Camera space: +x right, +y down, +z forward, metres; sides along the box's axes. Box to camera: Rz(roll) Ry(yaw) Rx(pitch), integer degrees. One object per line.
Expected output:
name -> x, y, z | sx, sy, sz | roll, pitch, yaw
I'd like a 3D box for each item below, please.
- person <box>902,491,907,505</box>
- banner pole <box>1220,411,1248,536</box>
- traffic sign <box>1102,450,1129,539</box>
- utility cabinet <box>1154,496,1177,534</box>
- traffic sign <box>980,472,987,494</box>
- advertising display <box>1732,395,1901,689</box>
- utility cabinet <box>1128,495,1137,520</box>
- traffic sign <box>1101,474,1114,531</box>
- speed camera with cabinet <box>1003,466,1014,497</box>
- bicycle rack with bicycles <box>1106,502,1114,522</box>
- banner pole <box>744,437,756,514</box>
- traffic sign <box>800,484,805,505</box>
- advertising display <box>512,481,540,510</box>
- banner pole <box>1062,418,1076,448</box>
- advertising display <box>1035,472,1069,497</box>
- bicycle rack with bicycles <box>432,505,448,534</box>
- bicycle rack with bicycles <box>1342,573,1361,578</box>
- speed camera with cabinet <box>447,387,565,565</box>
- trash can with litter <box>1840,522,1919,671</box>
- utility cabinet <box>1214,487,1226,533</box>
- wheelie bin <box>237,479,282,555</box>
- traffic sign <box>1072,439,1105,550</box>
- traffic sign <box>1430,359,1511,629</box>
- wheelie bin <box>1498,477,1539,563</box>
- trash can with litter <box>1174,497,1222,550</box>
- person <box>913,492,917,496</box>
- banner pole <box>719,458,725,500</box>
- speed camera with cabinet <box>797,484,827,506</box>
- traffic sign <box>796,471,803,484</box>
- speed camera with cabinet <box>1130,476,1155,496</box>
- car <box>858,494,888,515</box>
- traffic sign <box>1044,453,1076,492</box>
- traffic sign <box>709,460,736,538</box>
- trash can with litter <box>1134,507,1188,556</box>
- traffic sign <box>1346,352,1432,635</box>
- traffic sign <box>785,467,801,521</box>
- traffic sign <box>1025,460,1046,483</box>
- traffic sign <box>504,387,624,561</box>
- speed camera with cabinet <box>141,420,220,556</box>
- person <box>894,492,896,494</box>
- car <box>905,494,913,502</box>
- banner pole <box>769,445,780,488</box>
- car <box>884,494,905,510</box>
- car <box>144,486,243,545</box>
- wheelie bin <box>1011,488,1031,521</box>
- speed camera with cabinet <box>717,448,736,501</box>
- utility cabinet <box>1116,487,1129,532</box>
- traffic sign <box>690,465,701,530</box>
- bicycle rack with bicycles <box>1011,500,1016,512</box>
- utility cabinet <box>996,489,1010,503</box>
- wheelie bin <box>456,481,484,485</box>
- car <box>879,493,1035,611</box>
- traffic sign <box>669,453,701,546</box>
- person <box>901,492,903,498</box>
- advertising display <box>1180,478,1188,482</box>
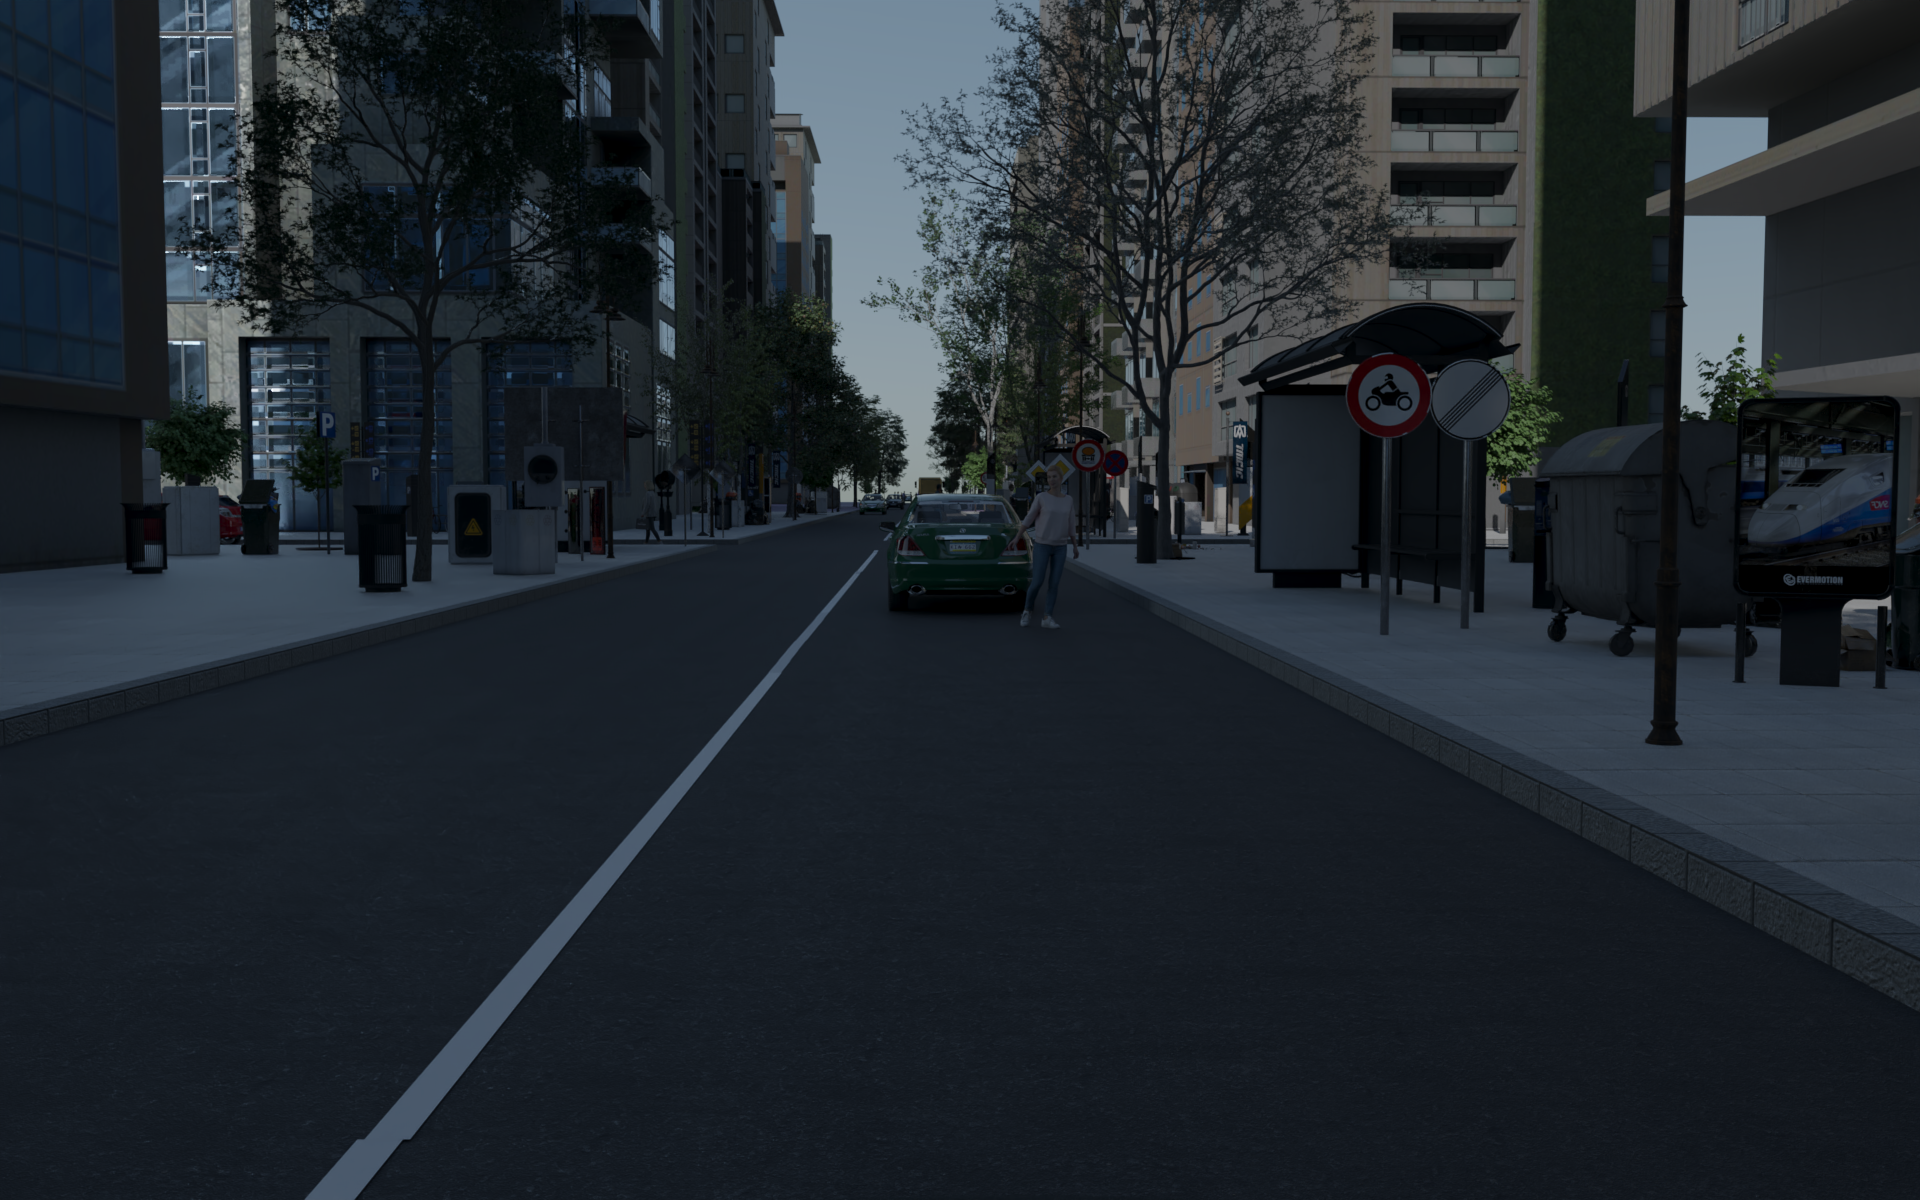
person -> -7.206, -13.286, 225.597 | 0.709, 1.838, 0.599 | -3, 5, -45
banner pole -> 8.309, -3.816, 52.404 | 0.863, 3.779, 0.401 | 2, 4, 29
traffic sign -> 4.462, -3.042, 49.847 | 0.768, 2.556, 0.104 | 0, 4, 5
utility cabinet -> 6.500, -2.757, 56.241 | 1.020, 1.237, 0.306 | 2, 4, 27
traffic sign -> 1.522, -6.028, 98.662 | 0.768, 2.556, 0.104 | 0, 4, 4
advertising display -> 5.693, -0.388, 11.554 | 0.974, 1.923, 0.123 | 2, 4, 25
utility cabinet -> 8.443, -4.582, 86.075 | 1.020, 1.237, 0.306 | 1, 4, 23
traffic sign -> 4.936, -3.695, 60.420 | 0.884, 2.594, 0.081 | 0, 4, 3
speed camera with cabinet -> 2.921, -7.723, 120.600 | 0.660, 3.252, 2.038 | 3, 5, 44
bicycle rack with bicycles -> 6.347, -3.973, 78.345 | 2.852, 0.926, 2.925 | -3, 4, -39
banner pole -> -9.167, -5.226, 75.464 | 0.863, 3.779, 0.401 | 3, 5, 41
traffic sign -> -10.384, -7.070, 115.695 | 0.768, 2.556, 0.104 | 0, 4, 7
advertising display -> -10.470, -2.241, 41.858 | 0.123, 1.923, 0.974 | 1, 4, 23
banner pole -> 3.544, -4.084, 56.793 | 0.401, 3.779, 0.863 | -3, 4, -36
advertising display -> 2.667, -2.763, 50.386 | 0.974, 1.923, 0.123 | 0, 4, -2
bicycle rack with bicycles -> -16.025, -2.621, 56.229 | 2.852, 0.926, 2.925 | -3, 4, -39
bicycle rack with bicycles -> 6.603, -0.833, 27.003 | 2.925, 0.926, 2.852 | 1, 4, 13
speed camera with cabinet -> -8.319, -2.288, 31.750 | 2.038, 3.252, 0.660 | 0, 4, -7
trash can with litter -> 6.838, -0.073, 12.588 | 1.055, 1.170, 0.624 | 0, 4, -3
utility cabinet -> 8.597, -2.973, 57.281 | 0.318, 1.500, 1.173 | 0, 4, 3
wheelie bin -> -14.870, -1.766, 36.774 | 0.980, 1.594, 0.693 | 0, 4, 6
traffic sign -> 2.950, -2.435, 39.911 | 0.768, 2.556, 0.104 | 0, 4, 1
traffic sign -> 4.814, -0.999, 16.442 | 0.768, 2.556, 0.104 | 0, 4, 0
wheelie bin -> 10.590, -1.503, 32.480 | 0.980, 1.594, 0.693 | 0, 4, 7
trash can with litter -> 5.265, -1.826, 40.917 | 1.678, 1.210, 2.233 | 0, 4, 3
person -> -7.005, -16.268, 275.205 | 1.217, 1.736, 0.721 | -1, 4, -20
banner pole -> -14.678, -7.130, 106.593 | 0.401, 3.779, 0.863 | -3, 5, -41
speed camera with cabinet -> -10.049, -7.546, 117.719 | 2.038, 3.252, 0.660 | -2, 4, -33
traffic sign -> -8.267, -5.313, 86.967 | 0.768, 2.556, 0.104 | 0, 4, 1
speed camera with cabinet -> 9.763, -5.867, 90.267 | 2.038, 3.252, 0.660 | -3, 4, -37
car -> -6.084, -6.702, 121.378 | 2.131, 1.459, 4.920 | 0, 4, -1
traffic sign -> 2.461, -2.383, 42.599 | 0.795, 2.450, 0.064 | 0, 4, -1
traffic sign -> -6.898, -2.861, 50.412 | 0.795, 2.450, 0.064 | 0, 4, -1
trash can with litter -> 4.108, -1.472, 35.449 | 1.055, 1.170, 0.624 | 0, 4, -1
traffic sign -> 3.868, -0.954, 15.705 | 0.768, 2.556, 0.104 | 0, 4, 4
traffic sign -> -7.932, -5.028, 82.309 | 0.768, 2.556, 0.104 | 0, 4, 5
traffic sign -> 2.295, -2.871, 50.583 | 0.795, 2.450, 0.064 | 0, 4, -1
traffic sign -> -7.552, -2.396, 33.045 | 2.265, 3.308, 0.079 | 0, 3, 0
speed camera with cabinet -> -16.404, -2.540, 35.861 | 0.660, 3.252, 2.038 | 2, 4, 29
person -> -9.958, -15.752, 266.048 | 0.705, 1.824, 1.348 | 2, 4, 28
car -> -8.714, -16.606, 283.311 | 2.131, 1.459, 4.920 | 0, 4, -2
banner pole -> -9.412, -5.975, 87.712 | 0.863, 3.779, 0.401 | 2, 4, 32
car -> -6.102, -9.251, 161.040 | 2.009, 1.686, 4.222 | 0, 4, 1
car -> -21.286, -2.269, 46.131 | 4.494, 1.783, 2.155 | 0, 4, -1
wheelie bin -> 2.986, -4.656, 84.031 | 0.980, 1.594, 0.693 | 0, 4, 7
speed camera with cabinet -> -10.176, -4.964, 75.500 | 0.660, 3.252, 2.038 | 0, 4, -1
utility cabinet -> 5.477, -3.051, 58.565 | 0.318, 1.500, 1.173 | 0, 4, -3
traffic sign -> -9.604, -3.773, 61.801 | 0.768, 2.556, 0.104 | 0, 4, 4
bicycle rack with bicycles -> 3.128, -5.452, 102.528 | 2.925, 0.926, 2.852 | -1, 4, -12
utility cabinet -> 1.882, -4.077, 75.345 | 0.318, 1.500, 1.173 | -1, 4, -14
wheelie bin -> -11.924, -2.089, 42.060 | 0.980, 1.594, 0.693 | -1, 4, -15
car -> -0.012, -0.666, 22.687 | 2.131, 1.459, 4.920 | 0, 4, -1
traffic sign -> -6.731, -2.372, 42.429 | 0.795, 2.450, 0.064 | 0, 4, -1
person -> -9.150, -16.123, 272.919 | 0.445, 1.727, 0.742 | -1, 4, -13
advertising display -> 8.965, -3.928, 69.443 | 0.123, 1.923, 0.974 | 0, 4, -3
